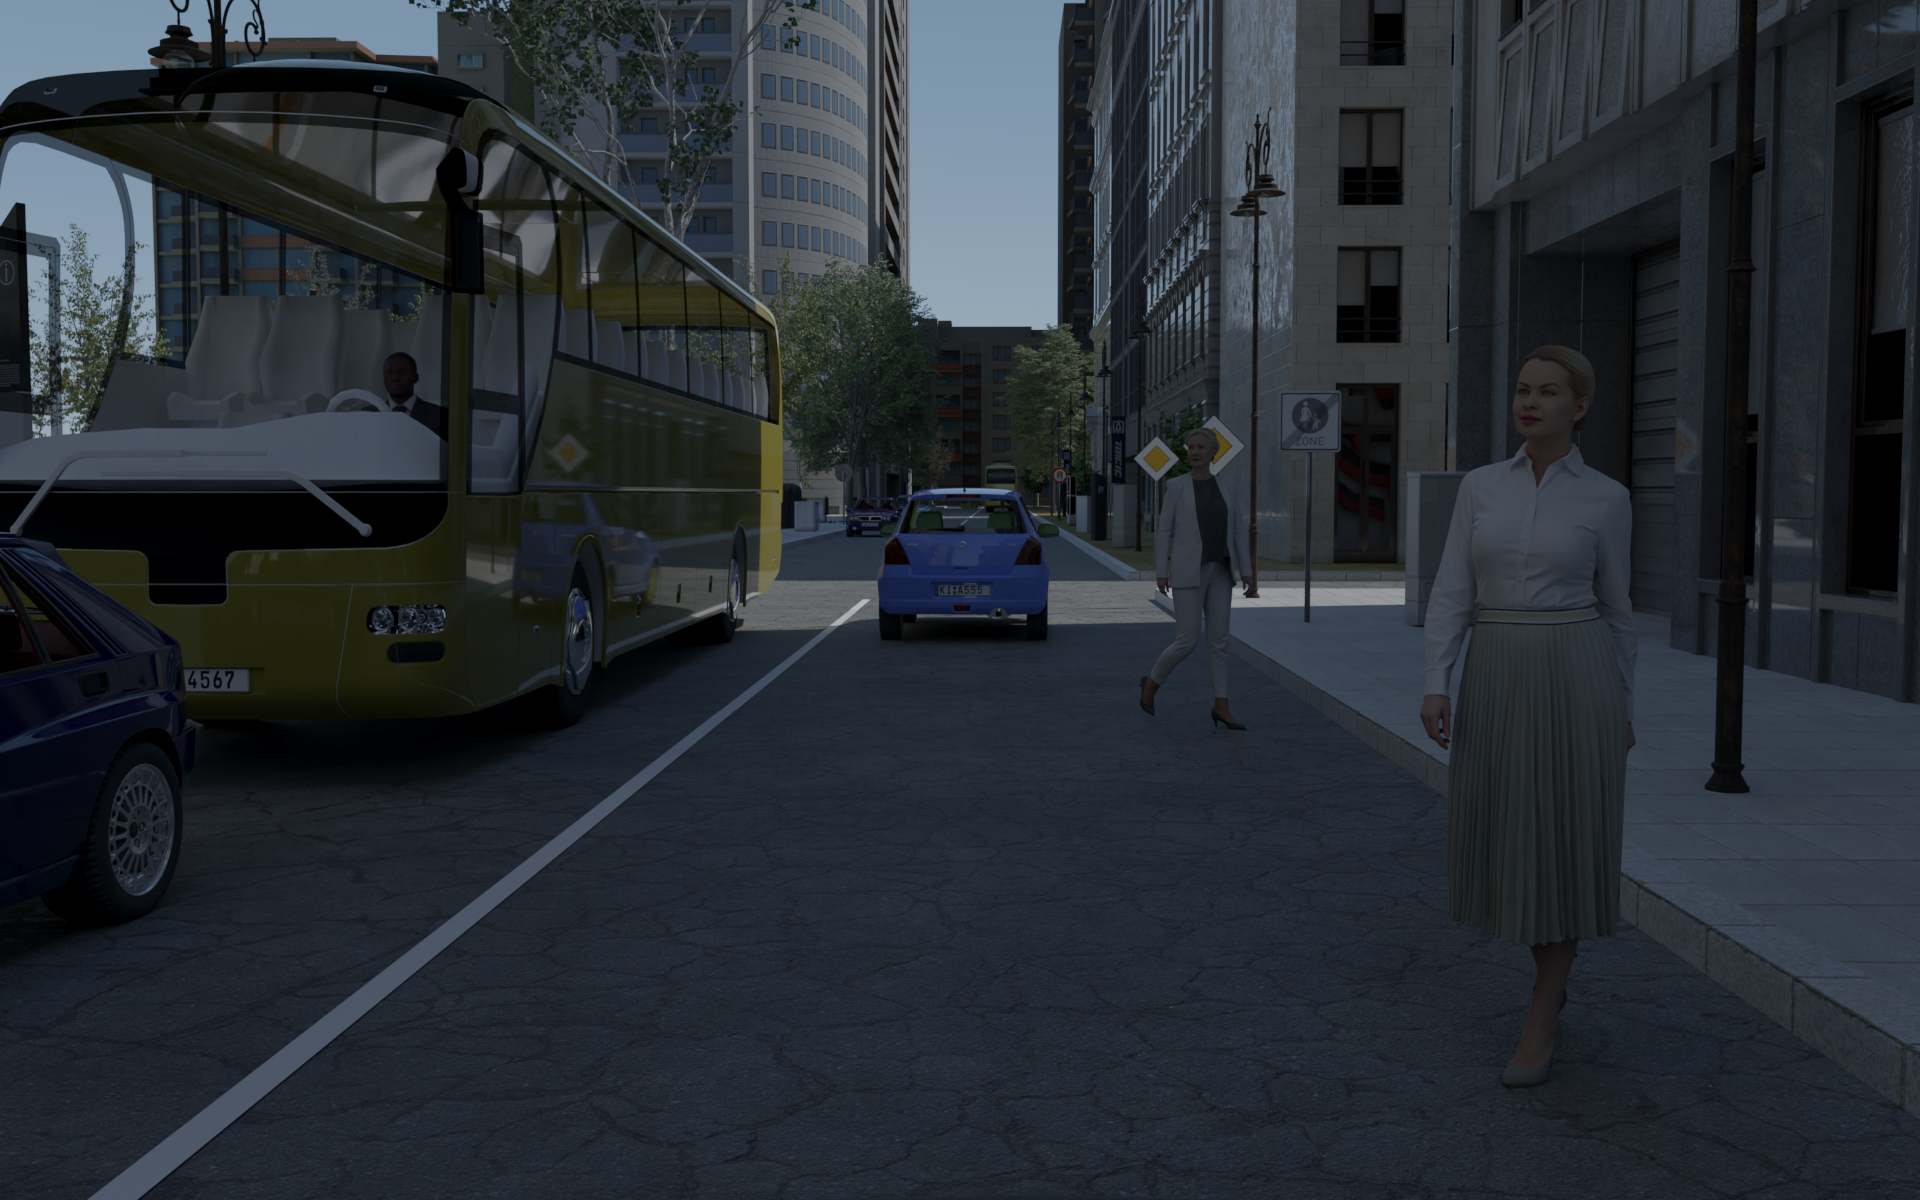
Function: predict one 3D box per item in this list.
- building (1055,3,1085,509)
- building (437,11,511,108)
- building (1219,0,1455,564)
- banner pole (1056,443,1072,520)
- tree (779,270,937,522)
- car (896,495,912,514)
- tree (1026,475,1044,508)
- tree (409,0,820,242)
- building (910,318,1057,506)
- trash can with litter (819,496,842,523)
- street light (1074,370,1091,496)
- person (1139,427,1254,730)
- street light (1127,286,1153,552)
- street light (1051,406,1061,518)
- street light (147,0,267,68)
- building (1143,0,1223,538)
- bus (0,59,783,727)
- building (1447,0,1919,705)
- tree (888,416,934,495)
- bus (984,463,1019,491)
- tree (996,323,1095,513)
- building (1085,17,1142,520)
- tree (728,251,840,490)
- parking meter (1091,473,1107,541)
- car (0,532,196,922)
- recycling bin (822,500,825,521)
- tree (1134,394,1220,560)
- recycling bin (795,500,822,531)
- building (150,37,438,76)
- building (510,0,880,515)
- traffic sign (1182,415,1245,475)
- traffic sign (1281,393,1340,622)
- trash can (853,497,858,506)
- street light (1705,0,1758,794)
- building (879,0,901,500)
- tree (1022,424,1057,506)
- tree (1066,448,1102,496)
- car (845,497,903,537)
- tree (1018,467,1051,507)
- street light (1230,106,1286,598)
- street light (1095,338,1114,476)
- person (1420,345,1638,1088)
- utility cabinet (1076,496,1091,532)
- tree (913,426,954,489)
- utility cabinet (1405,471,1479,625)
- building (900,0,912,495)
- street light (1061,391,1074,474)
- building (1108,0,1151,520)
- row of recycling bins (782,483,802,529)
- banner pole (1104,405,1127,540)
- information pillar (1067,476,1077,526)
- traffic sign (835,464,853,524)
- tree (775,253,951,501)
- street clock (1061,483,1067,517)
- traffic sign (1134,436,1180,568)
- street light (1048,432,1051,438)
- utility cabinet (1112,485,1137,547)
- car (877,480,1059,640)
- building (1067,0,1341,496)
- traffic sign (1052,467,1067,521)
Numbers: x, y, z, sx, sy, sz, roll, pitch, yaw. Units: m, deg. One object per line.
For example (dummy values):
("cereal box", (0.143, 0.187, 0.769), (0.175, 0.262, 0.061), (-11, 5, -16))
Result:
("building", (15.970, -30.981, 156.647), (14.600, 45.320, 14.200), (0, 4, 1))
("building", (-36.718, -33.320, 168.486), (21.600, 48.544, 21.300), (0, 4, 1))
("building", (14.584, -11.098, 36.208), (16.860, 20.320, 10.420), (0, 4, 1))
("banner pole", (5.178, -5.859, 85.809), (0.863, 3.779, 0.401), (-1, 4, -23))
("tree", (-4.877, -9.395, 79.356), (9.928, 11.665, 9.643), (0, 3, 0))
("car", (-1.920, -3.607, 70.969), (2.014, 1.417, 4.499), (0, 4, 2))
("tree", (7.239, -10.178, 161.012), (1.663, 3.219, 1.824), (0, 3, 0))
("tree", (-8.025, -11.214, 39.245), (12.611, 20.169, 13.585), (0, 3, 0))
("building", (-2.795, -22.007, 204.856), (28.899, 21.520, 27.650), (0, 4, 1))
("trash can with litter", (-6.057, -4.021, 76.803), (1.678, 1.210, 2.233), (0, 4, -4))
("street light", (4.645, -5.617, 64.625), (0.468, 5.910, 1.993), (0, 4, 1))
("person", (1.458, -0.145, 10.754), (0.514, 1.842, 0.818), (-3, 4, -37))
("street light", (3.993, -4.023, 38.570), (0.468, 5.910, 1.993), (0, 4, 1))
("street light", (5.180, -7.224, 90.893), (0.468, 5.910, 1.993), (0, 4, 1))
("street light", (-6.262, -2.567, 14.755), (0.468, 5.910, 1.993), (0, 4, 1))
("building", (10.930, -12.352, 51.107), (9.793, 20.994, 18.267), (0, 4, 1))
("bus", (-3.455, -1.367, 13.899), (2.896, 3.916, 12.252), (0, 4, 2))
("building", (11.449, -11.708, 9.452), (12.078, 24.808, 19.932), (0, 4, 1))
("tree", (-3.914, -11.021, 130.555), (4.737, 8.622, 4.395), (0, 3, 0))
("bus", (3.294, -8.952, 137.913), (2.896, 3.916, 12.252), (0, 4, 2))
("tree", (6.276, -12.032, 114.842), (7.486, 12.596, 7.792), (0, 3, 0))
("building", (14.048, -18.889, 94.744), (13.634, 28.700, 20.117), (0, 4, 1))
("tree", (-5.802, -6.209, 51.881), (4.737, 8.622, 4.395), (0, 3, 0))
("parking meter", (3.824, -2.569, 47.713), (0.399, 1.863, 0.255), (-2, 4, -28))
("car", (-3.641, 0.490, 4.569), (1.945, 1.354, 3.894), (0, 4, 2))
("recycling bin", (-6.455, -4.033, 78.494), (0.722, 1.027, 0.722), (0, 4, 1))
("tree", (4.509, -2.393, 33.725), (1.663, 3.219, 1.824), (0, 3, 0))
("recycling bin", (-5.284, -2.885, 59.732), (0.722, 1.027, 0.722), (0, 4, 6))
("building", (-61.943, -31.477, 169.272), (28.867, 44.769, 22.147), (0, 4, 1))
("building", (-16.983, -35.270, 118.668), (21.231, 58.520, 28.212), (0, 4, 1))
("traffic sign", (3.210, -1.121, 21.969), (0.795, 2.450, 0.064), (0, 4, 1))
("traffic sign", (3.470, -0.925, 17.250), (0.606, 2.300, 0.079), (0, 4, 3))
("trash can", (-5.835, -5.234, 97.230), (0.748, 1.137, 0.748), (0, 3, 0))
("street light", (3.325, -2.112, 7.327), (0.468, 5.910, 1.993), (0, 4, 1))
("building", (-16.207, -31.812, 143.821), (21.300, 48.544, 21.600), (0, 4, 1))
("tree", (8.359, -14.217, 182.810), (4.737, 8.622, 4.395), (0, 3, 0))
("tree", (5.108, -4.806, 73.187), (1.663, 3.219, 1.824), (0, 3, 0))
("car", (-2.882, -2.842, 59.044), (1.945, 1.354, 3.894), (0, 4, 3))
("tree", (7.510, -11.738, 175.635), (4.285, 4.588, 4.351), (0, 3, 0))
("street light", (3.618, -2.962, 21.221), (0.468, 5.910, 1.993), (0, 4, 1))
("street light", (4.281, -4.817, 51.552), (0.468, 5.910, 1.993), (0, 4, 1))
("person", (1.475, 0.265, 4.399), (0.478, 1.798, 0.641), (3, 4, 39))
("utility cabinet", (4.234, -2.883, 58.303), (0.306, 1.237, 1.020), (-1, 4, -17))
("tree", (-2.636, -13.915, 177.869), (4.360, 8.622, 3.978), (0, 3, 0))
("utility cabinet", (4.951, -0.500, 16.849), (1.173, 1.500, 0.318), (-1, 4, -11))
("building", (-15.590, -44.664, 168.510), (20.611, 71.187, 20.563), (0, 4, 1))
("street light", (4.941, -6.411, 77.606), (0.468, 5.910, 1.993), (0, 4, 1))
("building", (14.017, -17.066, 72.532), (14.314, 27.812, 24.014), (0, 4, 1))
("row of recycling bins", (-6.611, -3.547, 65.103), (1.069, 1.692, 3.534), (0, 4, 7))
("banner pole", (4.327, -3.597, 48.836), (0.863, 3.779, 0.401), (-2, 4, -24))
("information pillar", (4.487, -3.977, 69.518), (0.304, 2.012, 0.304), (-1, 4, -18))
("traffic sign", (-4.908, -4.465, 73.109), (0.768, 2.556, 0.104), (0, 4, 4))
("tree", (-5.227, -11.235, 90.351), (9.857, 13.997, 8.962), (0, 3, 0))
("street clock", (5.934, -5.739, 98.403), (0.358, 2.002, 0.471), (-1, 4, -14))
("traffic sign", (3.392, -1.609, 29.952), (0.795, 2.450, 0.064), (0, 4, 1))
("street light", (5.540, -8.048, 104.375), (0.468, 5.910, 1.993), (0, 4, 1))
("utility cabinet", (4.006, -2.026, 41.805), (0.318, 1.500, 1.173), (2, 4, 25))
("car", (0.087, -0.535, 18.331), (1.945, 1.707, 3.694), (0, 4, 2))
("building", (19.667, -29.386, 135.081), (22.147, 44.769, 28.867), (0, 4, 1))
("traffic sign", (4.710, -4.994, 81.756), (0.768, 2.556, 0.104), (0, 4, 5))
